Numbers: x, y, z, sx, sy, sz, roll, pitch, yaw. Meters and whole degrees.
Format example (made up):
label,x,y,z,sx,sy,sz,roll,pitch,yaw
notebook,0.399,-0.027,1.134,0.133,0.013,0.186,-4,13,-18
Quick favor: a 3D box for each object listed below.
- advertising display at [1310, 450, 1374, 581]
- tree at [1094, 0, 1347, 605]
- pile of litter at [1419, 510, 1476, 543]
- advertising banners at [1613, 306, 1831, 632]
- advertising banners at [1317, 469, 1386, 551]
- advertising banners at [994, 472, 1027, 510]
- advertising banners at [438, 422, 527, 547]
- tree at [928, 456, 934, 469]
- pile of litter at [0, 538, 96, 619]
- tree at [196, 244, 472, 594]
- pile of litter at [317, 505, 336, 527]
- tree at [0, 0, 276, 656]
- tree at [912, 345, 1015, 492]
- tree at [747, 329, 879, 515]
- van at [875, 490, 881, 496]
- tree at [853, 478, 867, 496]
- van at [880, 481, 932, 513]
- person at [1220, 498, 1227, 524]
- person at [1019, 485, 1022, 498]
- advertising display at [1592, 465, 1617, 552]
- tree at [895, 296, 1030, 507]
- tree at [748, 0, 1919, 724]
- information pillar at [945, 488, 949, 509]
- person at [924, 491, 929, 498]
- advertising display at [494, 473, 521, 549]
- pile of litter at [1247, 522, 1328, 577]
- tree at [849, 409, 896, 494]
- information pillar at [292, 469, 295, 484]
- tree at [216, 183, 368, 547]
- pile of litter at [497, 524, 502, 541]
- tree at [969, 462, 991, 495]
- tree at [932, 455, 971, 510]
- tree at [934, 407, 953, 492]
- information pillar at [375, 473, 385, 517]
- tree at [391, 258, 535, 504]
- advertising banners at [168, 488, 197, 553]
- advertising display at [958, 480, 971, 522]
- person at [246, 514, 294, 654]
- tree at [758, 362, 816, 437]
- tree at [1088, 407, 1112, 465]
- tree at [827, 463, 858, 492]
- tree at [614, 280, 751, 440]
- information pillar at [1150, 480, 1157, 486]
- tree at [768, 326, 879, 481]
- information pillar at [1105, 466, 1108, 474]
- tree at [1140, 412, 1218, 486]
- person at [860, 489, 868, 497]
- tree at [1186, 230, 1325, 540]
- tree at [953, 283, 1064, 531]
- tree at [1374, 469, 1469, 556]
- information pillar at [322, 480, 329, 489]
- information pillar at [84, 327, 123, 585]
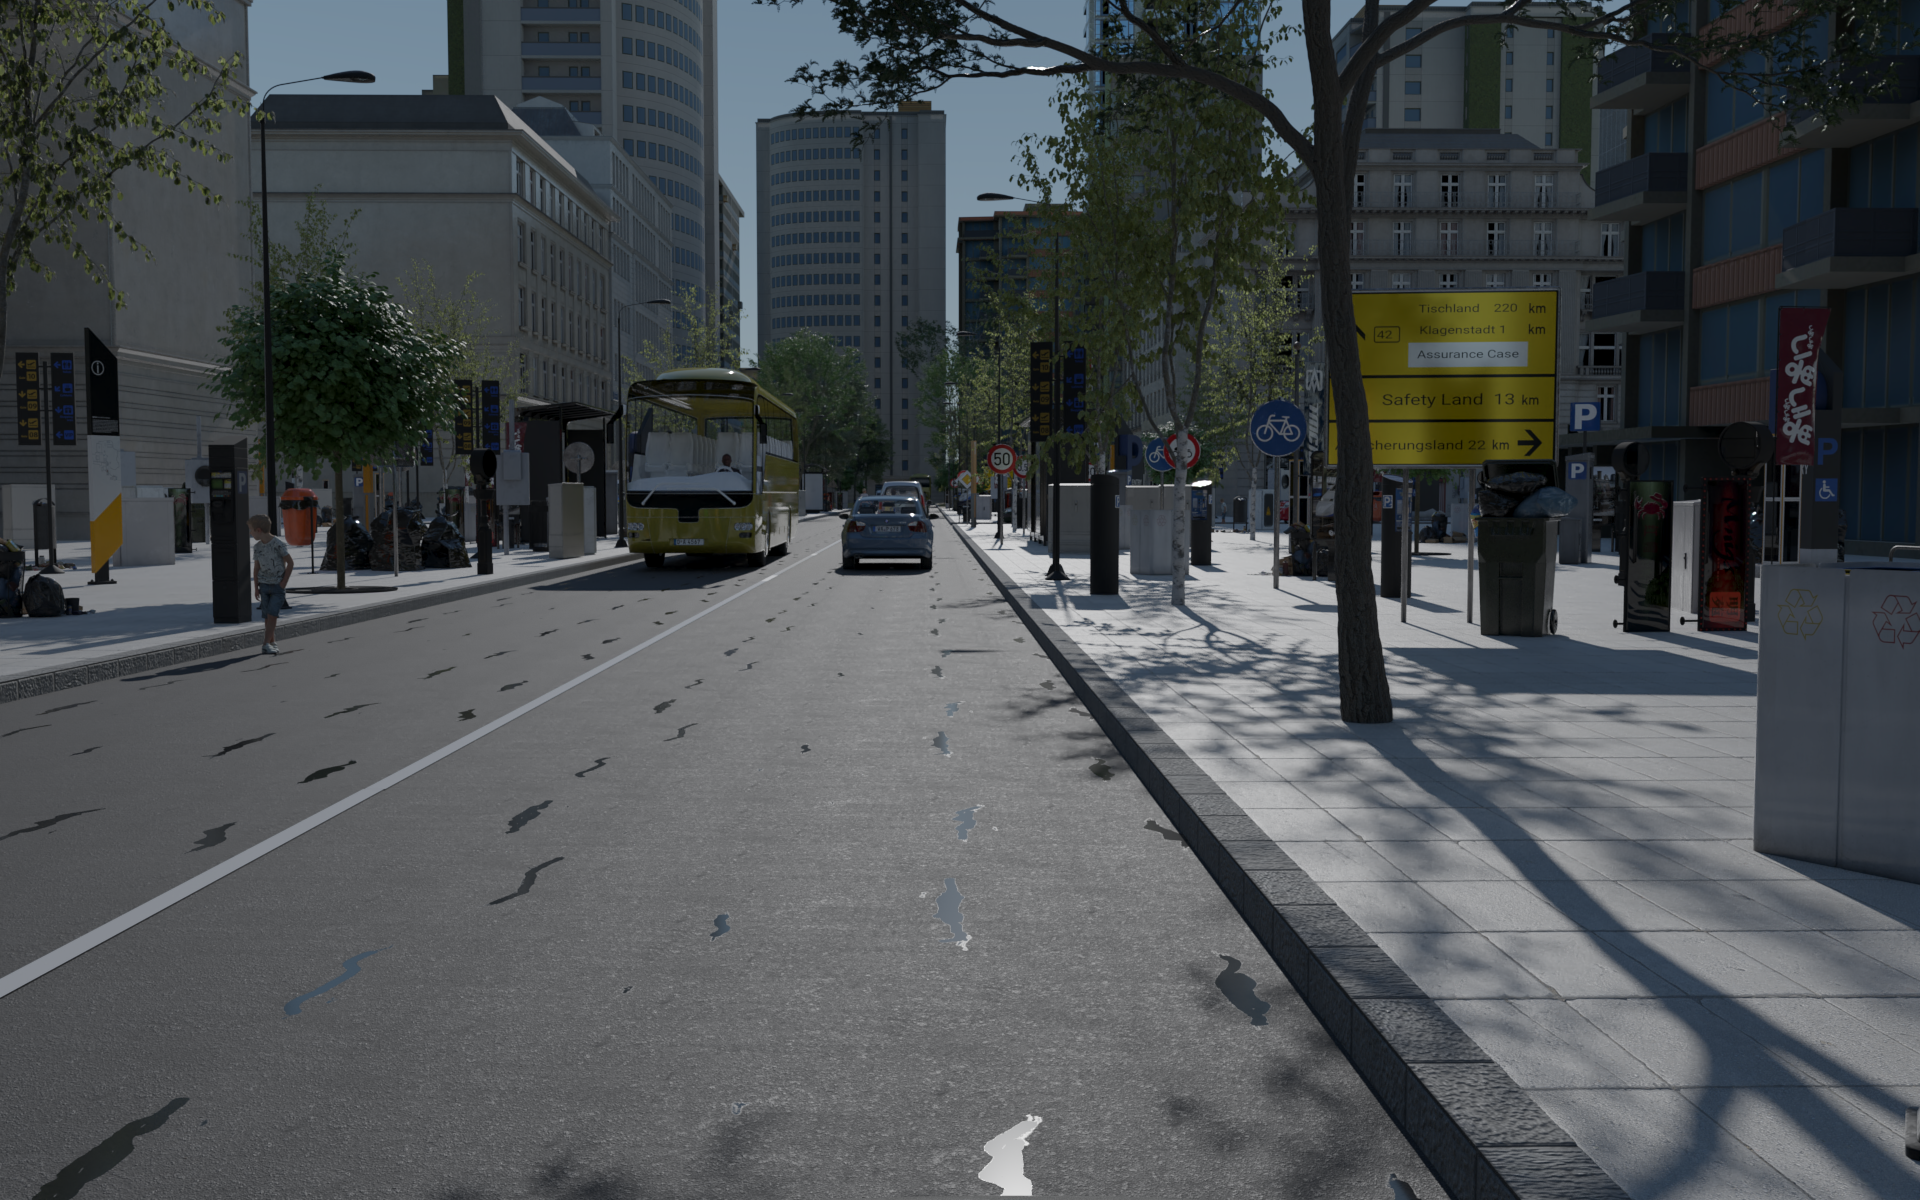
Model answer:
label,x,y,z,sx,sy,sz,roll,pitch,yaw
advertising display,5.600,-1.237,25.438,0.974,1.923,0.123,3,5,41
tree,2.524,-4.262,20.046,4.737,8.622,4.395,0,3,0
pile of litter,12.788,-1.929,45.510,1.719,0.858,1.176,0,4,-7
advertising banners,7.102,-1.219,16.112,2.074,3.025,0.090,0,4,-8
advertising banners,8.890,-2.635,39.263,2.074,3.025,0.090,-1,4,-22
advertising banners,2.388,-5.396,84.418,2.074,3.025,0.090,-3,4,-37
advertising banners,-11.501,-2.796,41.909,2.074,3.025,0.090,0,4,-3
tree,-1.623,-16.463,219.534,4.360,8.622,3.978,0,3,0
pile of litter,-10.074,-0.257,18.162,1.719,0.858,1.176,-1,4,-13
tree,-8.279,-2.391,22.804,4.285,4.588,4.351,0,3,0
pile of litter,-24.677,-3.290,67.764,1.719,0.858,1.176,-1,4,-17
tree,-7.699,-3.873,13.690,4.360,8.622,3.978,0,3,0
tree,0.230,-11.994,121.857,9.928,11.665,9.643,0,3,0
tree,-9.915,-11.142,107.924,9.928,11.665,9.643,0,3,0
van,-7.446,-9.844,167.968,2.013,2.044,4.112,0,4,-3
tree,-11.719,-12.944,206.243,1.663,3.219,1.824,0,3,0
van,-1.945,-3.152,58.547,2.013,2.044,4.112,0,4,-1
person,11.717,-3.908,77.078,0.352,1.250,0.332,2,4,33
person,2.553,-4.089,75.167,0.447,1.846,0.655,-1,4,-14
advertising display,14.023,-2.029,38.381,0.974,1.923,0.123,1,4,19
tree,0.517,-18.895,164.825,12.611,20.169,13.585,0,3,0
tree,2.020,-4.604,9.683,7.601,10.594,8.767,2,4,32
information pillar,-1.105,-9.053,152.500,0.304,2.012,0.304,1,4,12
person,-3.769,-10.632,183.117,1.217,1.735,0.721,-2,4,-29
advertising display,-10.623,-2.169,40.675,0.123,1.923,0.974,1,4,18
pile of litter,5.427,-0.816,27.300,1.719,0.858,1.176,3,4,38
tree,-11.954,-18.937,227.739,7.486,12.596,7.792,0,3,0
information pillar,-34.640,-6.033,89.998,0.183,3.616,0.504,-1,4,-14
tree,-15.940,-5.590,41.756,4.737,8.622,4.395,0,3,0
pile of litter,-12.704,-2.102,48.325,1.176,0.858,1.719,0,4,3
tree,1.191,-6.722,104.504,1.663,3.219,1.824,0,3,0
tree,-0.346,-9.722,142.661,4.285,4.588,4.351,0,3,0
tree,0.927,-9.985,113.616,4.360,8.622,3.978,0,3,0
information pillar,-20.466,-3.463,61.113,0.304,2.012,0.304,-1,4,-15
tree,-16.058,-6.314,53.600,4.360,8.622,3.978,0,3,0
advertising banners,-17.602,-2.515,37.308,2.074,3.025,0.090,-1,4,-14
advertising display,0.303,-4.539,79.419,0.974,1.923,0.123,3,4,38
person,-6.209,-0.148,15.607,0.352,1.250,0.332,-3,5,-45
tree,-10.148,-8.903,95.921,4.737,8.622,4.395,0,3,0
tree,10.799,-11.701,141.675,4.360,8.622,3.978,0,3,0
tree,-11.561,-11.376,169.712,4.285,4.588,4.351,0,3,0
tree,-9.166,-6.660,59.248,4.360,8.622,3.978,0,3,0
information pillar,10.410,-5.426,93.204,0.304,2.012,0.304,-2,4,-25
tree,-10.823,-13.696,130.587,9.857,13.997,8.962,0,3,0
information pillar,11.613,-8.930,137.354,0.183,3.616,0.504,-2,4,-30
tree,8.627,-5.242,69.428,4.285,4.588,4.351,0,3,0
person,-5.318,-5.430,97.957,0.731,1.740,0.598,0,4,5
tree,8.163,-5.976,48.073,4.360,8.622,3.978,0,3,0
tree,1.898,-6.759,60.876,4.360,8.622,3.978,0,3,0
tree,9.754,-3.233,36.574,4.285,4.588,4.351,0,3,0
information pillar,-32.777,-5.200,89.511,0.304,2.012,0.304,-2,4,-25
information pillar,-12.162,-2.033,24.590,0.183,3.616,0.504,2,4,24
